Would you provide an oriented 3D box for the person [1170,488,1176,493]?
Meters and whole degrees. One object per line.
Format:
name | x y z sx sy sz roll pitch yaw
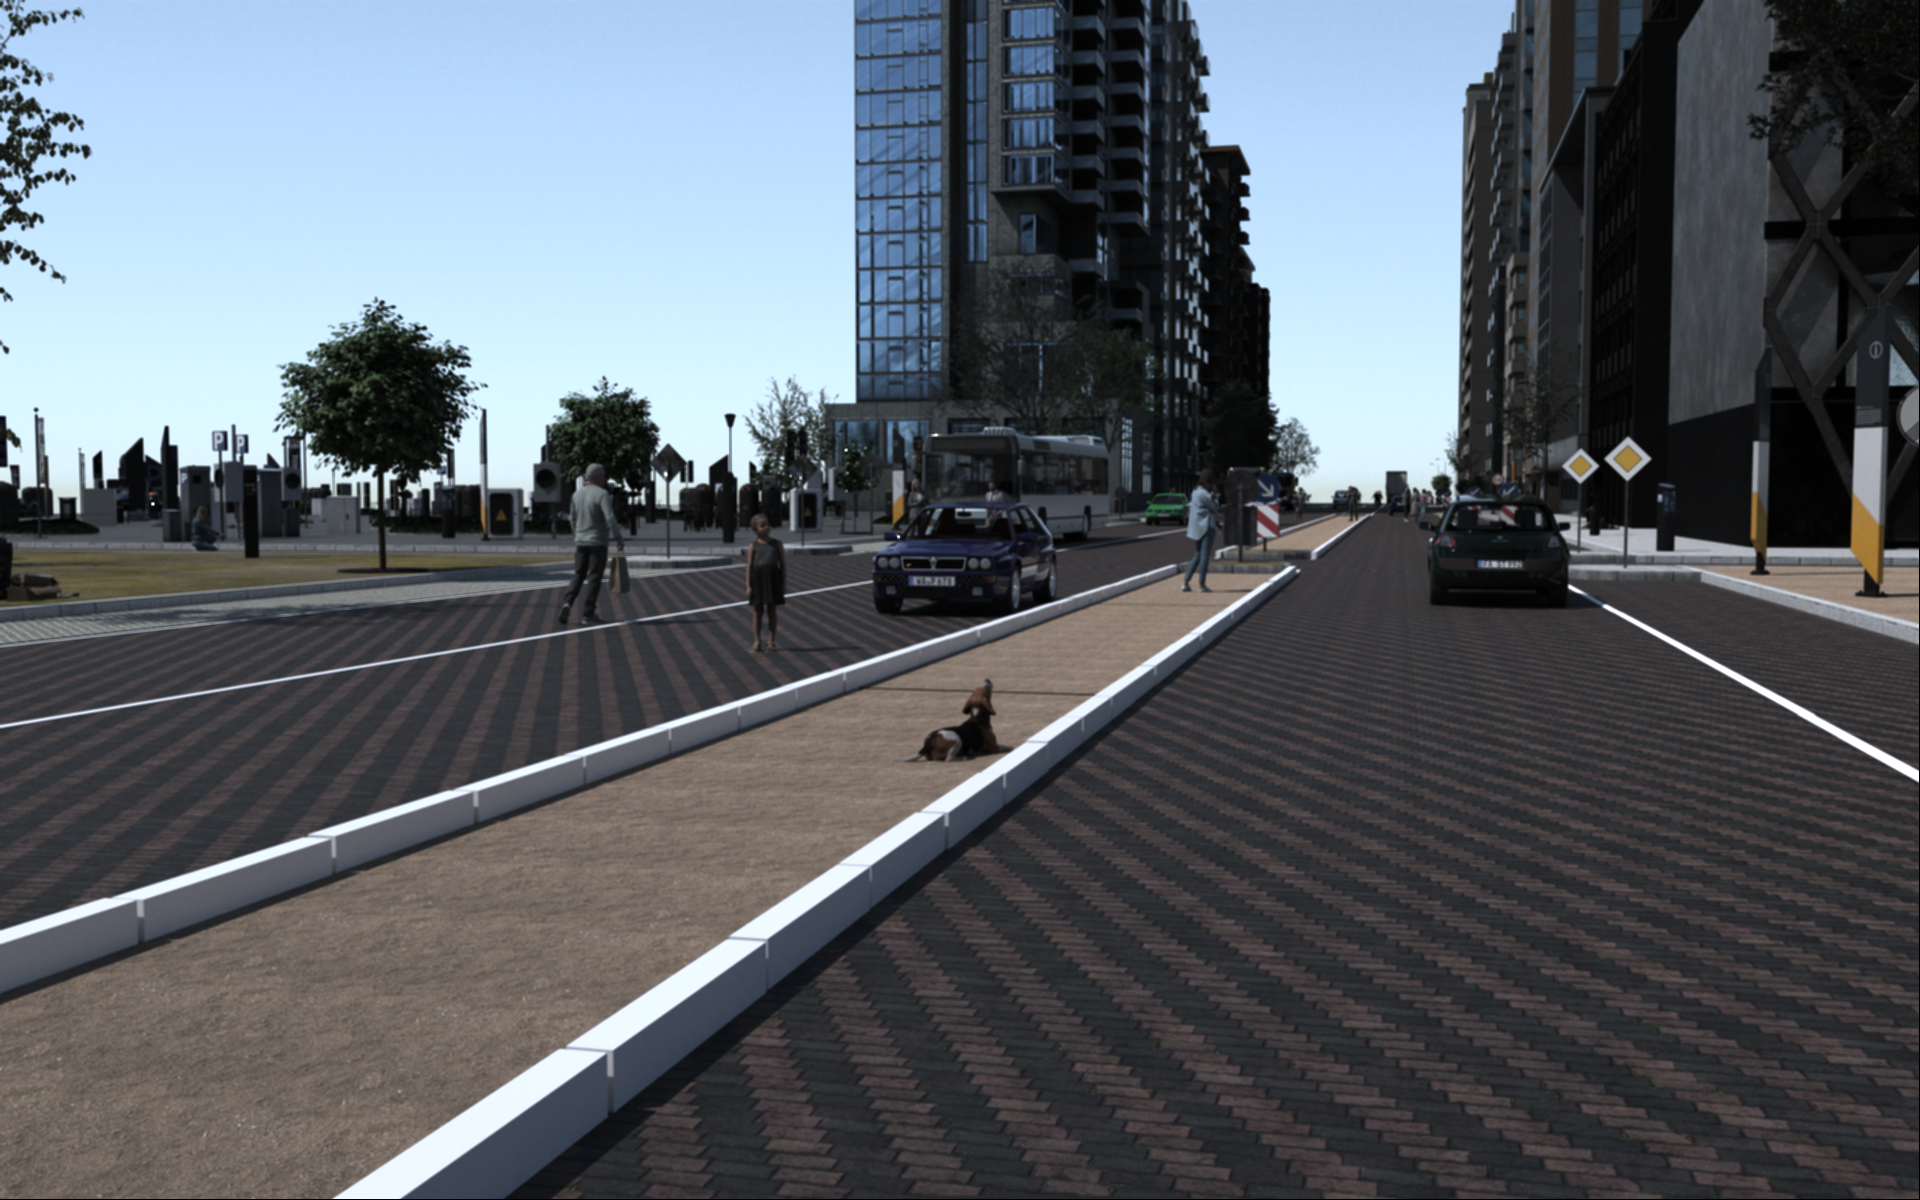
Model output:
person | 13.447 -6.170 109.348 0.573 1.828 0.580 2 4 29

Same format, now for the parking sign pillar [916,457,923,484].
parking sign pillar | -1.762 -6.548 95.532 1.447 3.967 1.447 0 4 -6

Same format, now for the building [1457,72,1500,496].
building | 82.286 -43.122 247.038 21.231 58.520 28.212 1 4 14

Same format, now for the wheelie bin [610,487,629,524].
wheelie bin | -14.715 -4.099 74.928 0.693 1.594 0.980 2 4 28

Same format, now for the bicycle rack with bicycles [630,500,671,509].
bicycle rack with bicycles | -19.362 -5.728 107.039 2.852 0.926 2.925 3 5 44

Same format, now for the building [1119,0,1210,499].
building | 11.536 -33.298 164.031 23.786 49.044 30.456 1 4 14

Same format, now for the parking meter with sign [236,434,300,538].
parking meter with sign | -20.537 -3.377 51.470 0.543 3.016 1.738 3 4 37

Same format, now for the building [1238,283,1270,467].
building | 34.375 -28.343 235.108 14.160 30.474 14.107 1 4 14

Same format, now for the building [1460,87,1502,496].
building | 70.252 -35.334 201.420 21.300 48.544 21.600 1 4 14

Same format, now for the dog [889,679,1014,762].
dog | -0.052 0.657 9.457 0.748 0.427 0.550 0 4 -6

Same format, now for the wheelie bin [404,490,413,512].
wheelie bin | -40.055 -7.194 125.524 0.693 1.594 0.980 1 4 9

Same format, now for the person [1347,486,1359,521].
person | 20.562 -5.038 90.673 0.655 1.846 0.447 3 5 41

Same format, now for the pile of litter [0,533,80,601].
pile of litter | -11.535 -0.434 21.057 1.176 0.858 1.719 3 4 37

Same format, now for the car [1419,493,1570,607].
car | 7.269 -0.841 23.534 2.009 1.686 4.222 1 4 15

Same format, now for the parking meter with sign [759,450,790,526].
parking meter with sign | -7.554 -4.493 69.725 1.738 3.016 0.543 2 4 28

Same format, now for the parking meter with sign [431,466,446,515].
parking meter with sign | -31.813 -6.689 105.625 0.543 3.016 1.738 0 4 -2

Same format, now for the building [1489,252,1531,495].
building | 56.429 -17.709 134.588 27.650 21.520 28.899 1 4 14

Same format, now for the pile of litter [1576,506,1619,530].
pile of litter | 23.345 -3.018 63.307 1.176 0.858 1.719 -1 4 -13

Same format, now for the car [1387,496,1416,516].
car | 29.656 -6.336 116.179 1.945 1.354 3.894 1 4 12

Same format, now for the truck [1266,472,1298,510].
truck | 28.740 -9.783 155.868 3.469 3.379 9.791 1 4 12

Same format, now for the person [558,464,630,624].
person | -3.999 -0.614 19.022 0.782 1.767 0.515 2 4 29

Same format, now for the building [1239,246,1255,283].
building | 30.029 -34.474 255.533 32.217 40.220 23.993 1 4 14

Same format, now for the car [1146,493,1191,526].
car | 9.714 -4.372 80.283 1.959 1.807 4.718 1 4 14

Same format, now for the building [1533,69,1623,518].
building | 39.462 -16.753 92.971 14.314 24.678 30.058 1 4 14

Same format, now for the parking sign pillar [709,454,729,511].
parking sign pillar | -16.265 -7.865 117.061 1.447 3.967 1.447 0 4 4

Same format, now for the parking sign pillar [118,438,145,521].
parking sign pillar | -39.293 -5.729 82.147 1.447 3.967 1.447 1 4 11

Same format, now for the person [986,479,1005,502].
person | 0.849 -2.047 42.248 0.678 1.792 0.850 2 4 34

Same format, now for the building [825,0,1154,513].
building | 3.759 -50.113 132.024 22.319 86.520 31.000 1 4 14

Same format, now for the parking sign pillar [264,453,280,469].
parking sign pillar | -45.352 -7.691 114.216 1.447 3.967 1.447 3 4 38

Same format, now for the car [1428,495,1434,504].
car | 62.698 -13.635 232.518 1.945 1.707 3.694 1 4 13

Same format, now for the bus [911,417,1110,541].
bus | 1.773 -3.361 49.813 2.948 3.499 13.247 1 4 16

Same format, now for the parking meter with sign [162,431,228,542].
parking meter with sign | -20.867 -3.116 47.205 0.543 3.016 1.738 2 4 31

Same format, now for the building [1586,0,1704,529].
building | 32.889 -14.694 69.929 12.332 23.373 15.834 1 4 14

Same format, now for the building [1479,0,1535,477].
building | 61.881 -33.240 163.090 23.786 49.044 30.456 1 4 14

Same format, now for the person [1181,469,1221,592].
person | 3.493 -1.001 25.138 0.793 1.790 0.793 3 5 41

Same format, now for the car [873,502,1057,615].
car | 0.116 -0.570 21.901 1.945 1.354 3.894 1 4 13

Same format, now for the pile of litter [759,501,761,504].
pile of litter | -13.088 -6.169 114.820 1.719 0.858 1.176 -3 5 -39

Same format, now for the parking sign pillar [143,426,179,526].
parking sign pillar | -31.544 -4.932 69.103 1.447 3.967 1.447 -2 4 -32

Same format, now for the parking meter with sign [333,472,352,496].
parking meter with sign | -42.295 -7.532 119.407 1.738 3.016 0.543 -1 4 -22

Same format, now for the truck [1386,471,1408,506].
truck | 55.223 -14.075 219.046 2.839 4.237 11.283 1 4 15

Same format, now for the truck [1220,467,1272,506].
truck | 21.229 -8.032 127.254 3.469 3.379 9.791 1 4 14

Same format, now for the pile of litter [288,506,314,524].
pile of litter | -28.908 -3.777 75.723 1.176 0.858 1.719 -2 4 -32

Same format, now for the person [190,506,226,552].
person | -17.620 -1.622 40.521 0.738 1.151 1.012 -2 4 -26

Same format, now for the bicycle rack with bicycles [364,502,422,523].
bicycle rack with bicycles | -25.068 -3.855 76.413 2.852 0.926 2.925 0 4 -1

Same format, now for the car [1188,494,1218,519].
car | 13.861 -5.506 99.618 1.945 1.707 3.694 1 4 13

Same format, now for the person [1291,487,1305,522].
person | 17.469 -4.934 89.528 0.716 1.782 0.532 1 4 15

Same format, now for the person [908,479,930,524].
person | -0.993 -2.046 42.135 0.537 1.800 0.526 0 4 -3

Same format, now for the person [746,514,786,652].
person | -1.760 -0.158 15.752 0.362 1.253 0.373 0 4 -2

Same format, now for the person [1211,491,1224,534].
person | 9.062 -3.293 62.180 0.795 1.843 0.661 -2 4 -25

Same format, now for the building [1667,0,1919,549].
building | 28.342 -10.797 43.988 16.811 18.784 16.820 1 4 14

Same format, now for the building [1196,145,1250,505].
building | 24.103 -34.276 215.029 22.147 44.769 28.867 1 4 14

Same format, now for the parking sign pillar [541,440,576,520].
parking sign pillar | -15.631 -4.833 67.498 1.447 3.967 1.447 1 4 17

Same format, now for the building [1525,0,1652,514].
building | 45.494 -28.399 114.435 14.600 45.320 14.200 1 4 14

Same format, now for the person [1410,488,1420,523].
person | 22.905 -4.782 87.262 0.480 1.755 0.524 -1 4 -11
